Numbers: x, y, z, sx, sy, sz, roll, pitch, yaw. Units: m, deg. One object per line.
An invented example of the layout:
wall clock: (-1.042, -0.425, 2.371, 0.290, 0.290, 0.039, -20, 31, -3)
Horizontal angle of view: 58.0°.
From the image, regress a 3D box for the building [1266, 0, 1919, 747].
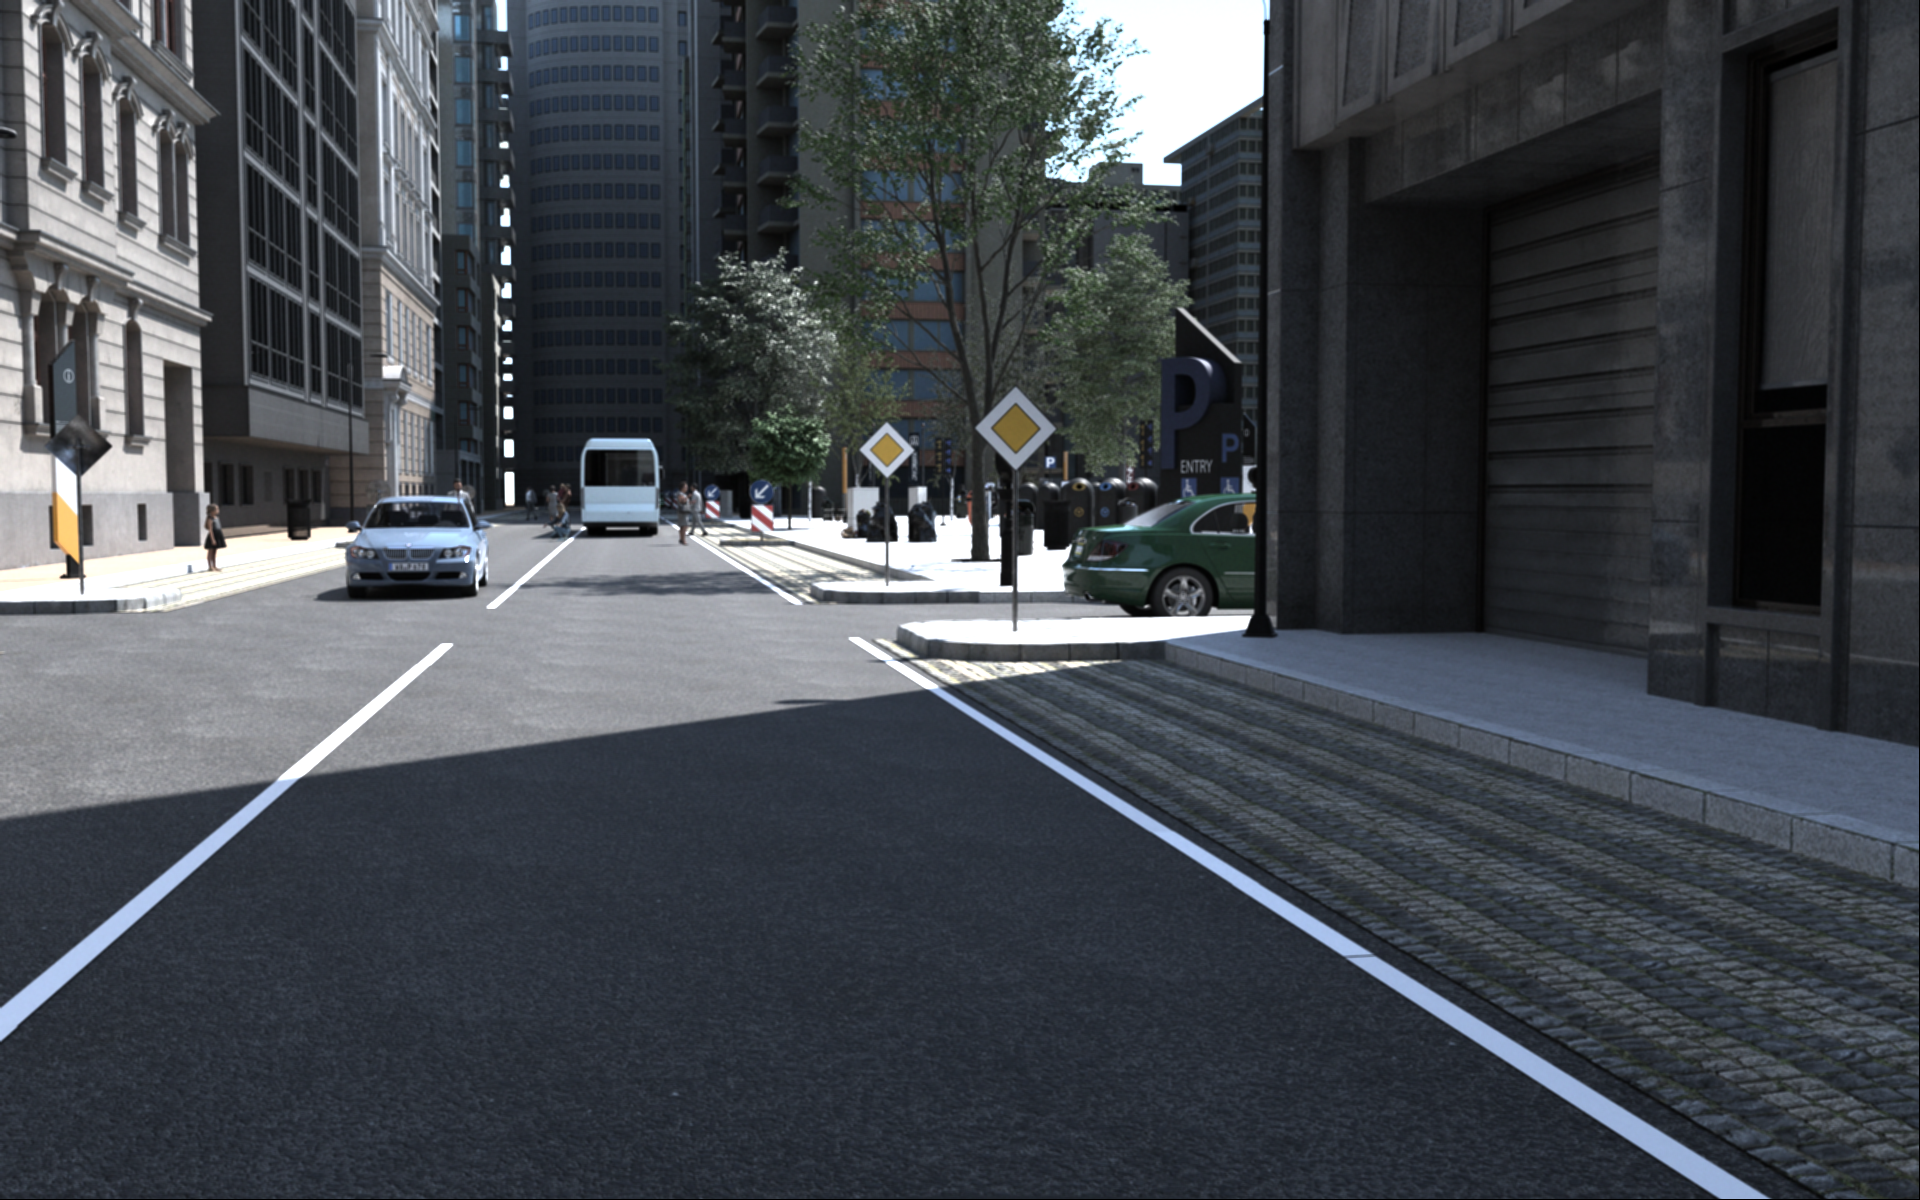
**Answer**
building: (10.706, -11.581, 7.373, 12.078, 24.808, 19.932, -1, 4, -11)

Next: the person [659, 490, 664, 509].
person: (-28.402, -9.527, 164.136, 0.709, 1.838, 0.599, 2, 4, 33)

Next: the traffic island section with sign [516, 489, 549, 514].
traffic island section with sign: (-30.360, -6.969, 122.566, 1.989, 1.847, 2.006, -1, 4, -11)

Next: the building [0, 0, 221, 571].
building: (-22.812, -14.874, 30.586, 14.401, 28.519, 23.554, -1, 4, -11)

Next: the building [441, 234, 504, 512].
building: (-48.985, -17.267, 127.347, 27.650, 21.520, 28.899, -1, 4, -11)

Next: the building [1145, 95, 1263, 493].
building: (34.432, -29.126, 168.098, 23.993, 40.220, 32.217, -1, 4, -11)

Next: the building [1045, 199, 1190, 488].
building: (14.072, -24.564, 173.329, 14.107, 30.474, 14.160, -1, 4, -11)

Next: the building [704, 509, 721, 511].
building: (-12.080, -36.939, 145.946, 21.231, 58.520, 28.212, -1, 4, -11)

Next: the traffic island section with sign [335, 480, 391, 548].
traffic island section with sign: (-15.633, -2.323, 46.603, 1.989, 1.847, 2.006, -1, 4, -11)

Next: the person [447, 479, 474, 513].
person: (-11.813, -1.959, 40.802, 0.678, 1.792, 0.850, -1, 4, -19)

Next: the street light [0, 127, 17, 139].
street light: (-12.654, -3.026, 22.011, 1.470, 5.913, 1.316, -1, 4, -11)

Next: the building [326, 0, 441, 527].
building: (-30.583, -17.739, 75.940, 13.634, 28.700, 20.117, -1, 4, -11)

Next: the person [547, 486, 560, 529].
person: (-16.768, -3.852, 71.845, 0.716, 1.782, 0.532, 0, 4, -3)

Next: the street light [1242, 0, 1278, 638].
street light: (2.178, -2.619, 15.369, 1.470, 5.913, 1.316, -1, 4, -11)

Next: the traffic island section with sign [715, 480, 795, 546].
traffic island section with sign: (-5.674, -2.418, 48.158, 1.989, 1.847, 2.006, -1, 4, -11)

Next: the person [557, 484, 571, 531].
person: (-15.389, -3.608, 67.463, 0.580, 1.828, 0.573, 1, 4, 10)

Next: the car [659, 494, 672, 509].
car: (-27.610, -9.273, 160.411, 1.959, 1.807, 4.718, -1, 4, -11)

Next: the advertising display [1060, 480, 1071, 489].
advertising display: (5.177, -4.633, 80.963, 0.974, 1.923, 0.123, 1, 4, 13)

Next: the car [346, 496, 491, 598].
car: (-7.947, -0.831, 25.585, 2.014, 1.417, 4.499, -1, 4, -13)

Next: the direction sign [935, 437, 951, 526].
direction sign: (-0.669, -4.731, 69.342, 0.379, 3.537, 0.876, 3, 5, 44)

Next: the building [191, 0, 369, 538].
building: (-27.700, -15.938, 54.092, 14.314, 27.812, 24.014, -1, 4, -11)

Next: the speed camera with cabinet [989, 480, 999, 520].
speed camera with cabinet: (1.570, -5.650, 86.711, 2.038, 3.252, 0.660, 0, 4, -4)

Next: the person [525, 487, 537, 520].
person: (-23.583, -5.301, 95.277, 0.850, 1.850, 0.679, 3, 4, 38)

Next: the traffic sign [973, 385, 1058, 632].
traffic sign: (0.510, -0.761, 16.086, 0.795, 2.450, 0.064, -1, 4, -11)

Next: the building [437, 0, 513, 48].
building: (-55.646, -32.721, 154.600, 30.456, 49.044, 23.786, -1, 4, -11)

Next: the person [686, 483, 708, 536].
person: (-8.933, -3.050, 58.639, 0.850, 1.792, 0.678, 1, 4, 10)

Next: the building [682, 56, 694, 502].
building: (-19.503, -29.557, 166.848, 14.154, 41.232, 14.086, -1, 4, -11)

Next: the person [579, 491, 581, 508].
person: (-32.346, -8.511, 148.435, 0.721, 1.735, 1.217, -2, 4, -30)

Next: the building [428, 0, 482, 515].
building: (-39.693, -40.602, 102.098, 20.563, 71.187, 20.611, -1, 4, -11)

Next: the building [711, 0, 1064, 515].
building: (-5.474, -28.375, 118.554, 22.147, 44.769, 28.867, -1, 4, -11)

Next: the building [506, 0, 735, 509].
building: (-34.544, -39.602, 189.484, 28.212, 58.520, 21.231, -1, 4, -11)

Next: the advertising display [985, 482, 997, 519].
advertising display: (1.635, -5.218, 90.533, 0.123, 1.923, 0.974, -2, 4, -31)

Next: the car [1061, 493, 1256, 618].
car: (3.622, -0.486, 19.743, 4.920, 1.459, 2.131, -1, 4, -9)

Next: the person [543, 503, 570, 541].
person: (-12.257, -2.383, 52.955, 0.738, 1.151, 1.012, -2, 4, -29)

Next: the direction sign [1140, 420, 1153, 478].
direction sign: (5.731, -3.752, 53.334, 0.379, 3.537, 0.876, -1, 4, -20)

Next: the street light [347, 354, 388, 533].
street light: (-19.596, -5.185, 57.321, 1.470, 5.913, 1.316, -1, 4, -11)

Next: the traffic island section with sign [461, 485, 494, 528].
traffic island section with sign: (-20.853, -3.970, 73.533, 1.989, 1.847, 2.006, -1, 4, -11)

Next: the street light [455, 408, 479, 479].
street light: (-26.487, -7.366, 92.969, 1.470, 5.913, 1.316, -1, 4, -11)

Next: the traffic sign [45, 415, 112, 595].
traffic sign: (-11.170, -1.122, 21.983, 0.795, 2.450, 0.064, -1, 4, -11)

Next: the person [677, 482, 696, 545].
person: (-7.708, -2.436, 48.689, 0.532, 1.782, 0.716, 0, 4, 3)

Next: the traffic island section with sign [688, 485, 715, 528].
traffic island section with sign: (-10.812, -4.036, 74.621, 1.989, 1.847, 2.006, -1, 4, -11)

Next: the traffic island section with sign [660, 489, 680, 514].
traffic island section with sign: (-20.404, -7.060, 124.056, 1.989, 1.847, 2.006, -1, 4, -11)

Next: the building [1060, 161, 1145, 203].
building: (18.760, -31.403, 205.321, 23.993, 40.220, 32.217, -1, 4, -11)

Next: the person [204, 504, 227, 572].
person: (-13.710, -1.145, 31.897, 0.373, 1.253, 0.362, 1, 4, 9)

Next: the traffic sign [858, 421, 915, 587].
traffic sign: (-1.011, -1.241, 23.926, 0.795, 2.450, 0.064, -1, 4, -11)
